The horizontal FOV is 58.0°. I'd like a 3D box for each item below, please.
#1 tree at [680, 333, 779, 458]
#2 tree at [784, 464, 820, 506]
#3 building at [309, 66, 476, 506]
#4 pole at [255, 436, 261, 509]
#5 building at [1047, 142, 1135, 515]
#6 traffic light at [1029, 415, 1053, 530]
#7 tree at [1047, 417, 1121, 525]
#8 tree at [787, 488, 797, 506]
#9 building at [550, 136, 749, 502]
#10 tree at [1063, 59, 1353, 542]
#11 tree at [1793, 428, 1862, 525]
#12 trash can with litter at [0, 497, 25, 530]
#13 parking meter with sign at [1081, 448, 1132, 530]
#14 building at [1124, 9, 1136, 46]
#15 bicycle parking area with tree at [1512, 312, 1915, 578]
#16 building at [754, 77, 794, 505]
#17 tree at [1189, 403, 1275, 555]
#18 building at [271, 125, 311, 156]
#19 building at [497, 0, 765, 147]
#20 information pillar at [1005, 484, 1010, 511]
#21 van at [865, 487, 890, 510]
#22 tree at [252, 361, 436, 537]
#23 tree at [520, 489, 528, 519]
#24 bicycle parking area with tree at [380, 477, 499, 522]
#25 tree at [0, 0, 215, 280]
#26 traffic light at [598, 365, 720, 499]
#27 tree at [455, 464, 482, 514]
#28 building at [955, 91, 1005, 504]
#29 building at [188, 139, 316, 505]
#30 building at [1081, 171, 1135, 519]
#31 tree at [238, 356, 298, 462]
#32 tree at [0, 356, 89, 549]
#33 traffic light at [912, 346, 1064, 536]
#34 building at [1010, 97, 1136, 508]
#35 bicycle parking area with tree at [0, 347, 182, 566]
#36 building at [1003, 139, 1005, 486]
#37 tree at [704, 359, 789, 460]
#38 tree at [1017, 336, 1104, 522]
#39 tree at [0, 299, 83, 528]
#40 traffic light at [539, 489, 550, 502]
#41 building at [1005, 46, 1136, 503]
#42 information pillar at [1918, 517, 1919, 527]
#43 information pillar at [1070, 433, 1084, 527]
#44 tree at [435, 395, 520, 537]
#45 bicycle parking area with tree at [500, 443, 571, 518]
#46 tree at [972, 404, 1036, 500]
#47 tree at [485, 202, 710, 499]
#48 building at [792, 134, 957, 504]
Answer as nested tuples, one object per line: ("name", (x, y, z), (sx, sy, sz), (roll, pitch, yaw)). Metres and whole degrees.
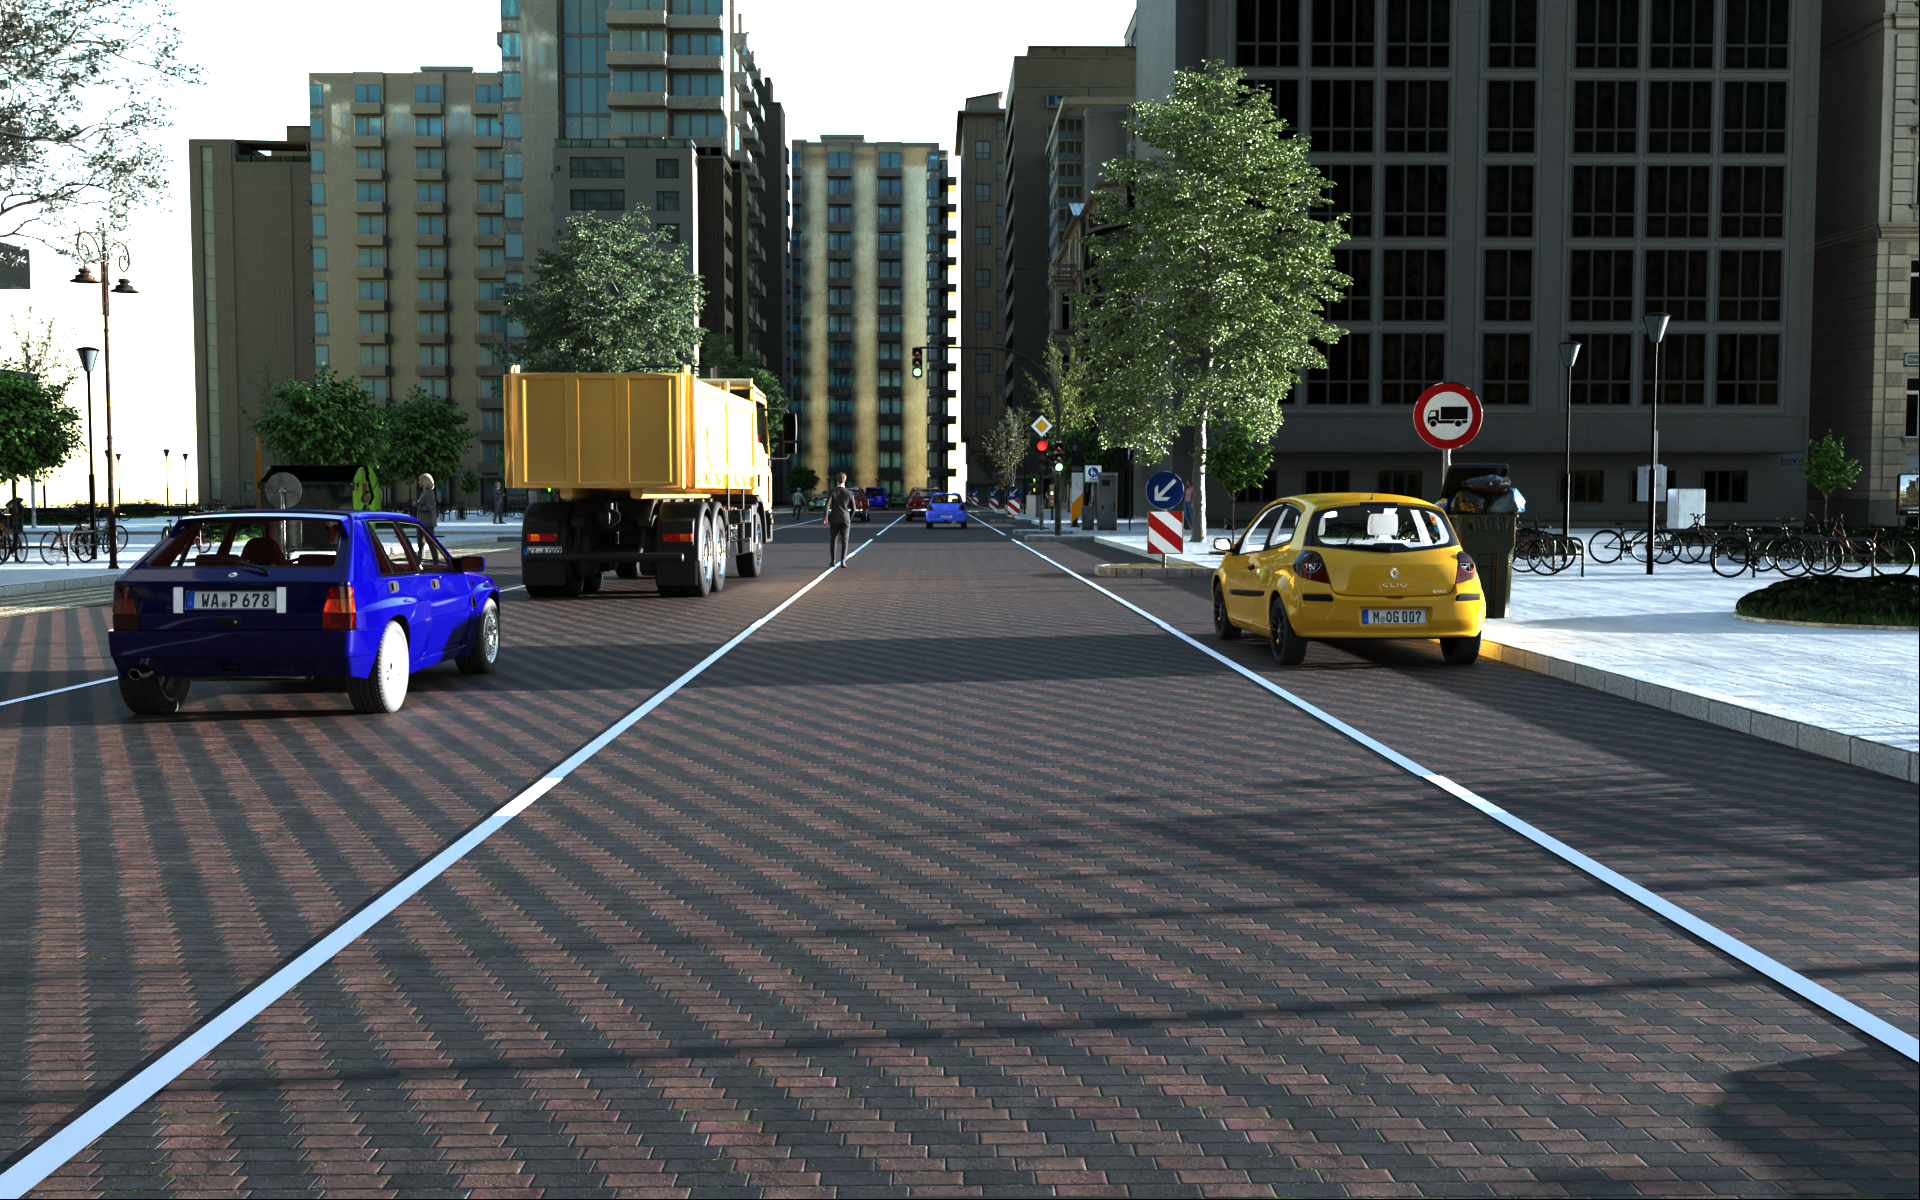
("tree", (-16.740, -12.513, 122.712), (7.486, 12.596, 7.792), (0, 3, 0))
("tree", (-17.304, -12.871, 194.152), (4.285, 4.588, 4.351), (0, 3, 0))
("building", (-57.097, -35.326, 197.195), (30.456, 49.044, 23.786), (0, 4, -1))
("pole", (-24.490, -4.074, 60.452), (0.158, 3.312, 0.155), (0, 3, 0))
("building", (13.310, -18.353, 119.156), (14.460, 24.649, 34.723), (0, 4, -1))
("traffic light", (2.875, -4.437, 61.463), (0.839, 4.253, 0.868), (0, 4, -1))
("tree", (5.208, -5.486, 73.407), (4.285, 4.588, 4.351), (0, 3, 0))
("tree", (-17.962, -11.855, 188.424), (1.663, 3.219, 1.824), (0, 3, 0))
("building", (-25.308, -22.762, 143.857), (14.160, 30.474, 14.107), (0, 4, -1))
("tree", (6.780, -7.806, 45.755), (7.486, 12.596, 7.792), (0, 3, 0))
("tree", (25.464, -3.425, 50.600), (1.663, 3.219, 1.824), (0, 3, 0))
("trash can with litter", (-33.151, -2.997, 60.395), (1.055, 1.170, 0.624), (2, 4, 23))
("parking meter with sign", (5.184, -3.972, 61.210), (1.738, 3.016, 0.543), (0, 4, -3))
("building", (33.941, -40.223, 199.638), (28.212, 58.520, 21.231), (0, 4, -1))
("bicycle parking area with tree", (11.083, -2.639, 30.145), (9.016, 4.147, 8.231), (1, 4, 18))
("building", (-30.612, -35.182, 198.928), (21.600, 48.544, 21.300), (0, 4, -1))
("tree", (5.921, -2.576, 36.726), (1.663, 3.219, 1.824), (0, 3, 0))
("building", (-76.805, -37.146, 231.042), (21.600, 48.544, 21.300), (0, 4, -1))
("building", (-30.490, -33.393, 165.583), (23.786, 49.044, 30.456), (0, 4, -1))
("information pillar", (3.642, -7.827, 132.464), (0.304, 2.012, 0.304), (3, 4, 38))
("van", (-7.550, -9.300, 156.432), (2.240, 2.365, 5.245), (0, 4, 0))
("tree", (-15.745, -3.628, 43.030), (4.285, 4.588, 4.351), (0, 3, 0))
("tree", (-22.389, -6.448, 89.145), (4.285, 4.588, 4.351), (0, 3, 0))
("bicycle parking area with tree", (-27.937, -5.876, 83.074), (8.231, 4.147, 9.016), (0, 4, 6))
("tree", (-14.785, -6.797, 21.502), (12.009, 13.543, 11.850), (0, 3, 0))
("traffic light", (-10.894, -5.296, 61.263), (4.771, 5.953, 1.251), (0, 4, -1))
("tree", (-31.309, -7.064, 110.099), (1.663, 3.219, 1.824), (0, 3, 0))
("building", (13.215, -39.531, 235.571), (27.495, 52.752, 28.713), (0, 4, -1))
("building", (-79.802, -31.731, 202.403), (14.086, 41.232, 14.154), (0, 4, -1))
("building", (14.872, -13.834, 93.639), (16.820, 18.784, 16.811), (0, 4, -1))
("tree", (-36.118, -8.654, 91.860), (4.360, 8.622, 3.978), (0, 3, 0))
("tree", (-22.596, -3.511, 41.122), (4.285, 4.588, 4.351), (0, 3, 0))
("traffic light", (0.912, -4.810, 53.305), (4.771, 5.953, 1.251), (0, 4, -1))
("building", (21.053, -28.787, 162.555), (32.217, 40.220, 23.993), (0, 4, -1))
("bicycle parking area with tree", (-19.640, -2.853, 33.641), (8.231, 4.147, 9.016), (1, 4, 11))
("building", (12.230, -33.834, 203.292), (14.600, 45.320, 14.200), (0, 4, -1))
("tree", (-16.580, -12.634, 132.317), (9.928, 11.665, 9.643), (0, 3, 0))
("tree", (4.956, -7.907, 79.644), (4.737, 8.622, 4.395), (0, 3, 0))
("tree", (-34.977, -6.993, 64.695), (4.360, 8.622, 3.978), (0, 3, 0))
("traffic light", (-12.857, -3.932, 53.211), (0.839, 4.253, 0.868), (0, 4, -1))
("building", (15.912, -34.329, 184.976), (21.300, 48.544, 21.600), (0, 4, -1))
("information pillar", (30.571, -3.076, 54.785), (0.304, 2.012, 0.304), (-1, 4, -17))
("information pillar", (4.525, -4.618, 66.851), (0.504, 3.616, 0.183), (2, 4, 29))
("tree", (-16.032, -4.147, 51.519), (4.285, 4.588, 4.351), (0, 3, 0))
("bicycle parking area with tree", (-23.718, -6.819, 98.490), (8.231, 4.147, 9.016), (-3, 5, -40))
("tree", (4.150, -12.046, 147.311), (4.360, 8.622, 3.978), (0, 3, 0))
("tree", (-15.637, -10.336, 75.644), (9.857, 13.997, 8.962), (0, 3, 0))
("building", (-15.727, -37.538, 233.358), (30.456, 49.044, 23.786), (0, 4, -1))
